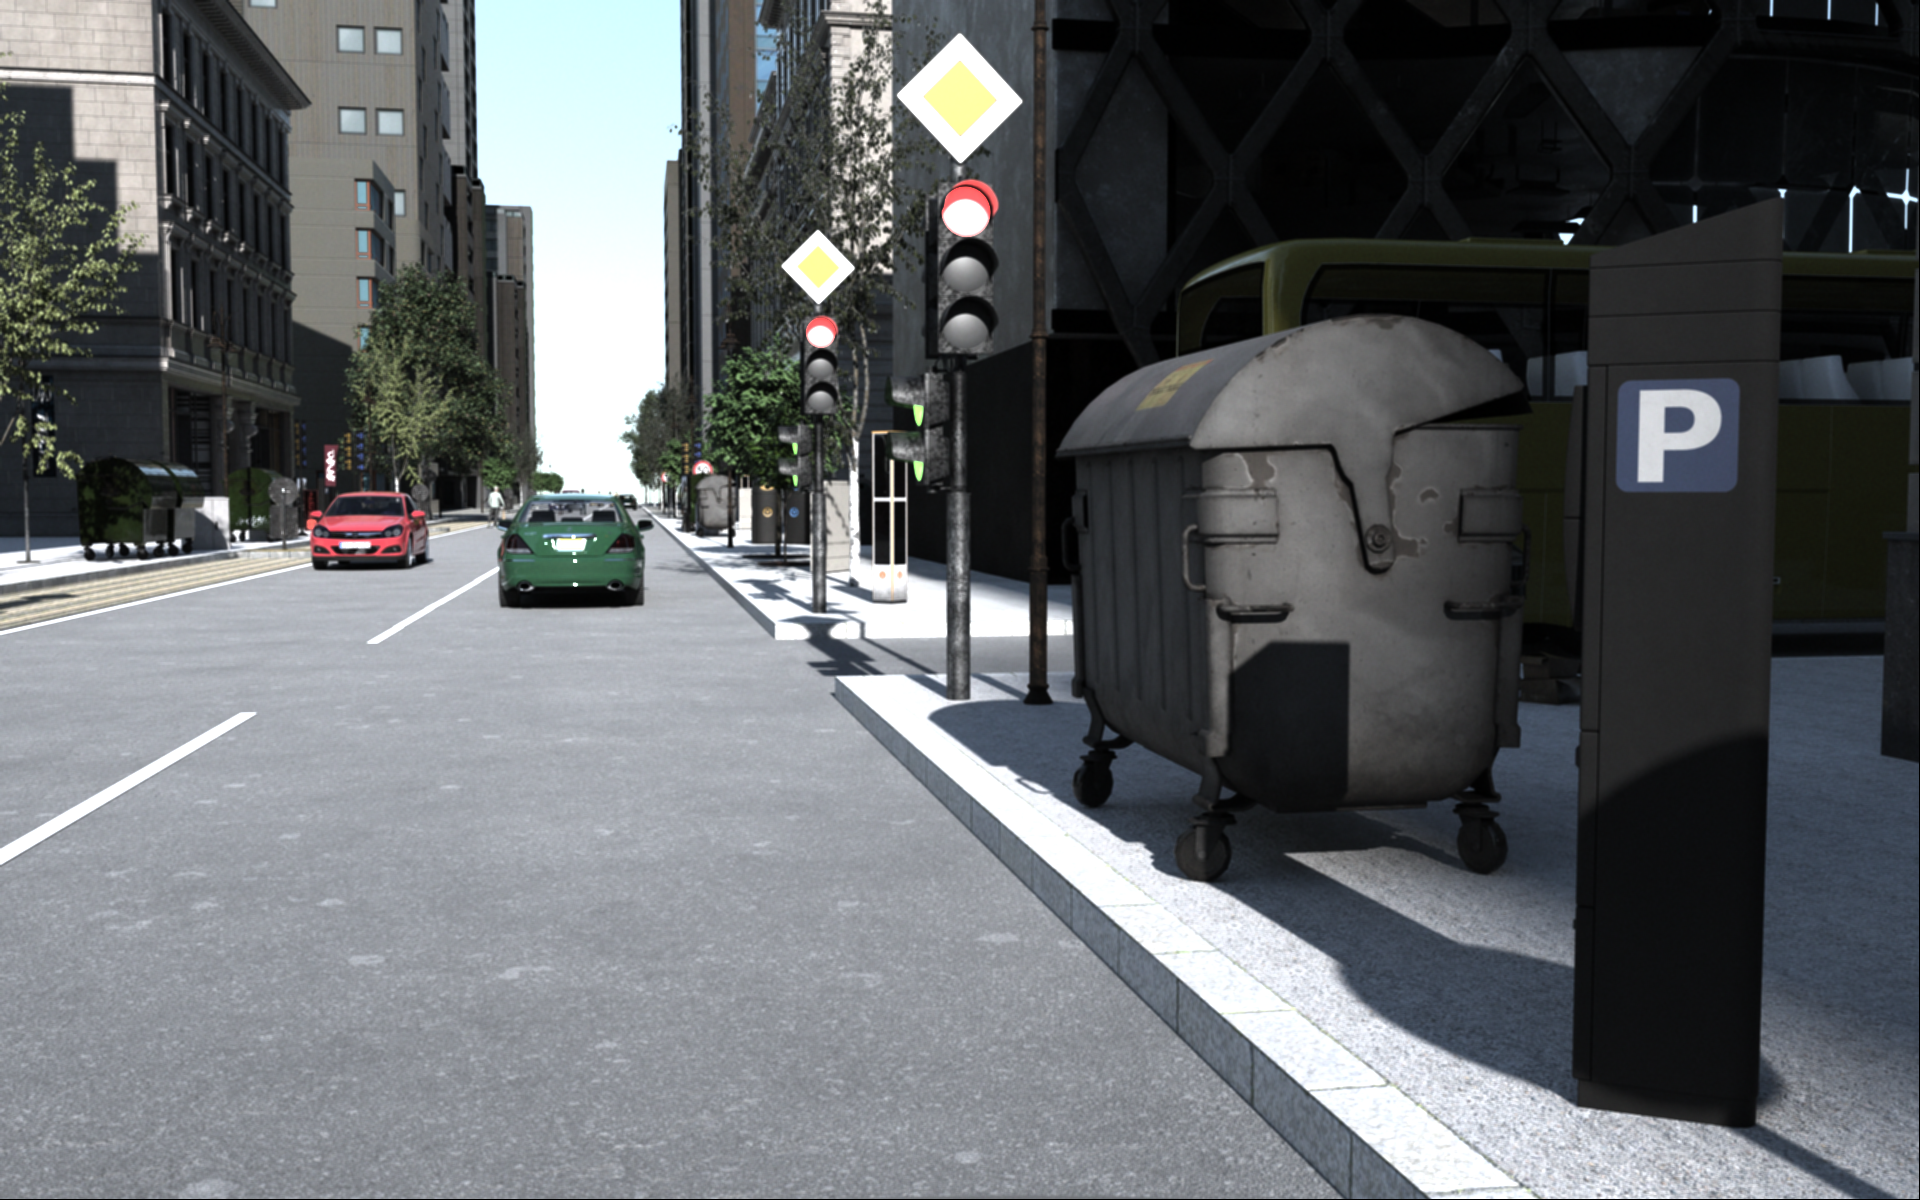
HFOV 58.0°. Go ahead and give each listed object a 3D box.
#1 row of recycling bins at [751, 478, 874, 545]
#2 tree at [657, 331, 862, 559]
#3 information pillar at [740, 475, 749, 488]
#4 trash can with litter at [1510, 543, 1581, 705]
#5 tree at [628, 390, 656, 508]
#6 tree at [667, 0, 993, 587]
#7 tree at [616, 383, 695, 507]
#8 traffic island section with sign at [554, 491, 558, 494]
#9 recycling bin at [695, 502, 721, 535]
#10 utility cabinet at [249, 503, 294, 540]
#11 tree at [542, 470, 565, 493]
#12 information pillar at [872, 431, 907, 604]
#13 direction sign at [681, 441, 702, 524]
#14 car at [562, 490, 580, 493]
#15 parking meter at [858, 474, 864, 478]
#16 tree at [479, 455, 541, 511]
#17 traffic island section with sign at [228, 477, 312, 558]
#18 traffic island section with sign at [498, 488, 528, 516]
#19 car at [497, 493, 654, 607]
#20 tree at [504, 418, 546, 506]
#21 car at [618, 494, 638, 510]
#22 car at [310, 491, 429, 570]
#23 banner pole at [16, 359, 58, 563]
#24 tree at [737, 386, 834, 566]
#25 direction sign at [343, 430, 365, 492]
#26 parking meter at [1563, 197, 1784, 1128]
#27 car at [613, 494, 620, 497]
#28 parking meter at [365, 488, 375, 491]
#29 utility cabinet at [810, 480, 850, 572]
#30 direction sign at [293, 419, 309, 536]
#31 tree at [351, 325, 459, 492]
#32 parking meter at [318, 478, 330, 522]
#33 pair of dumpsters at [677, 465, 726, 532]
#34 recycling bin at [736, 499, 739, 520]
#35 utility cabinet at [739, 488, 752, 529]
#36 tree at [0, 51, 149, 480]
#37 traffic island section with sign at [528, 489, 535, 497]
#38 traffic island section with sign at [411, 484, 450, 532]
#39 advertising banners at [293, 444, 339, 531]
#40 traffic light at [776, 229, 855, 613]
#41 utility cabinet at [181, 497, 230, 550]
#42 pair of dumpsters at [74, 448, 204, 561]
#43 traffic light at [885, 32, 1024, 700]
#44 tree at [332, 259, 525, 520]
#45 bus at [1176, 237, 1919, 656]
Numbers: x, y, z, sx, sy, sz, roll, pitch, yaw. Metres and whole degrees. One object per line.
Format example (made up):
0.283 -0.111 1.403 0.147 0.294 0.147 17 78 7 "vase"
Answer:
-3.724 -2.272 44.254 3.534 1.692 1.069 1 4 21 "row of recycling bins"
-3.660 -3.131 34.912 4.285 4.588 4.351 0 3 0 "tree"
-8.451 -3.883 67.987 0.304 2.012 0.304 -1 4 -15 "information pillar"
3.514 0.027 10.945 0.624 1.170 1.055 -3 5 -44 "trash can with litter"
-16.625 -9.139 99.779 4.360 8.622 3.978 0 3 0 "tree"
-1.701 -4.489 23.759 4.360 8.622 3.978 0 3 0 "tree"
-30.660 -16.014 178.844 9.611 12.733 9.660 0 3 0 "tree"
-45.435 -11.445 195.757 1.989 1.847 2.006 -1 4 -11 "traffic island section with sign"
-7.852 -2.539 54.060 0.722 1.027 0.722 0 4 -1 "recycling bin"
-19.037 -2.397 47.866 1.173 1.500 0.318 1 4 9 "utility cabinet"
-52.727 -14.267 216.985 4.285 4.588 4.351 0 3 0 "tree"
-0.823 -0.968 20.321 0.304 2.012 0.304 2 4 35 "information pillar"
-11.374 -4.980 73.421 0.876 3.537 0.379 -2 4 -24 "direction sign"
-34.403 -8.839 153.188 2.281 1.827 5.304 -1 4 -12 "car"
-2.950 -2.693 49.746 0.255 1.863 0.399 3 4 36 "parking meter"
-36.011 -9.264 135.187 4.285 4.588 4.351 0 3 0 "tree"
-15.397 -1.879 39.351 1.989 1.847 2.006 -1 4 -11 "traffic island section with sign"
-29.934 -6.509 115.056 1.989 1.847 2.006 -1 4 -11 "traffic island section with sign"
-5.225 -0.716 23.502 2.131 1.459 4.920 -1 4 -11 "car"
-42.077 -13.176 165.784 4.360 8.622 3.978 0 3 0 "tree"
-29.749 -8.850 154.481 2.009 1.686 4.222 -1 4 -13 "car"
-11.650 -1.546 34.312 2.155 1.783 4.494 -1 4 -11 "car"
-17.157 -2.578 32.171 0.863 3.779 0.401 1 4 8 "banner pole"
-3.266 -2.235 31.149 1.663 3.219 1.824 0 3 0 "tree"
-21.396 -4.234 61.225 0.876 3.537 0.379 1 4 21 "direction sign"
1.474 0.128 3.622 0.399 1.863 0.255 2 4 23 "parking meter"
-37.112 -10.885 188.196 2.015 1.641 3.980 -1 4 -11 "car"
-23.767 -3.753 69.766 0.372 1.533 0.369 0 3 0 "parking meter"
-2.090 -1.216 28.568 0.318 1.500 1.173 1 4 22 "utility cabinet"
-20.051 -3.712 52.693 0.379 3.537 0.876 0 4 1 "direction sign"
-24.597 -7.698 76.217 4.737 8.622 4.395 0 3 0 "tree"
-23.351 -3.540 63.586 0.255 1.863 0.399 1 4 12 "parking meter"
-8.997 -3.535 60.293 1.574 2.255 4.437 -1 4 -11 "pair of dumpsters"
-11.123 -4.447 85.264 0.722 1.027 0.722 -3 5 -39 "recycling bin"
-7.322 -3.266 62.075 1.173 1.500 0.318 1 4 14 "utility cabinet"
-15.878 -4.763 28.242 4.737 8.622 4.395 0 3 0 "tree"
-35.012 -8.129 141.530 1.989 1.847 2.006 -1 4 -11 "traffic island section with sign"
-20.486 -3.498 65.824 1.989 1.847 2.006 -1 4 -11 "traffic island section with sign"
-22.721 -3.934 60.503 2.074 3.025 0.090 -2 4 -35 "advertising banners"
-1.534 -1.813 18.562 0.839 4.253 0.868 -1 4 -11 "traffic light"
-17.313 -1.748 39.743 0.306 1.237 1.020 3 5 42 "utility cabinet"
-16.725 -2.007 35.316 1.574 2.255 4.437 -1 4 -11 "pair of dumpsters"
-0.029 -1.333 10.719 0.839 4.253 0.868 -1 4 -11 "traffic light"
-26.155 -10.262 84.791 9.611 12.733 9.660 0 3 0 "tree"
8.262 -1.521 16.421 12.252 3.916 2.896 -1 4 -11 "bus"
